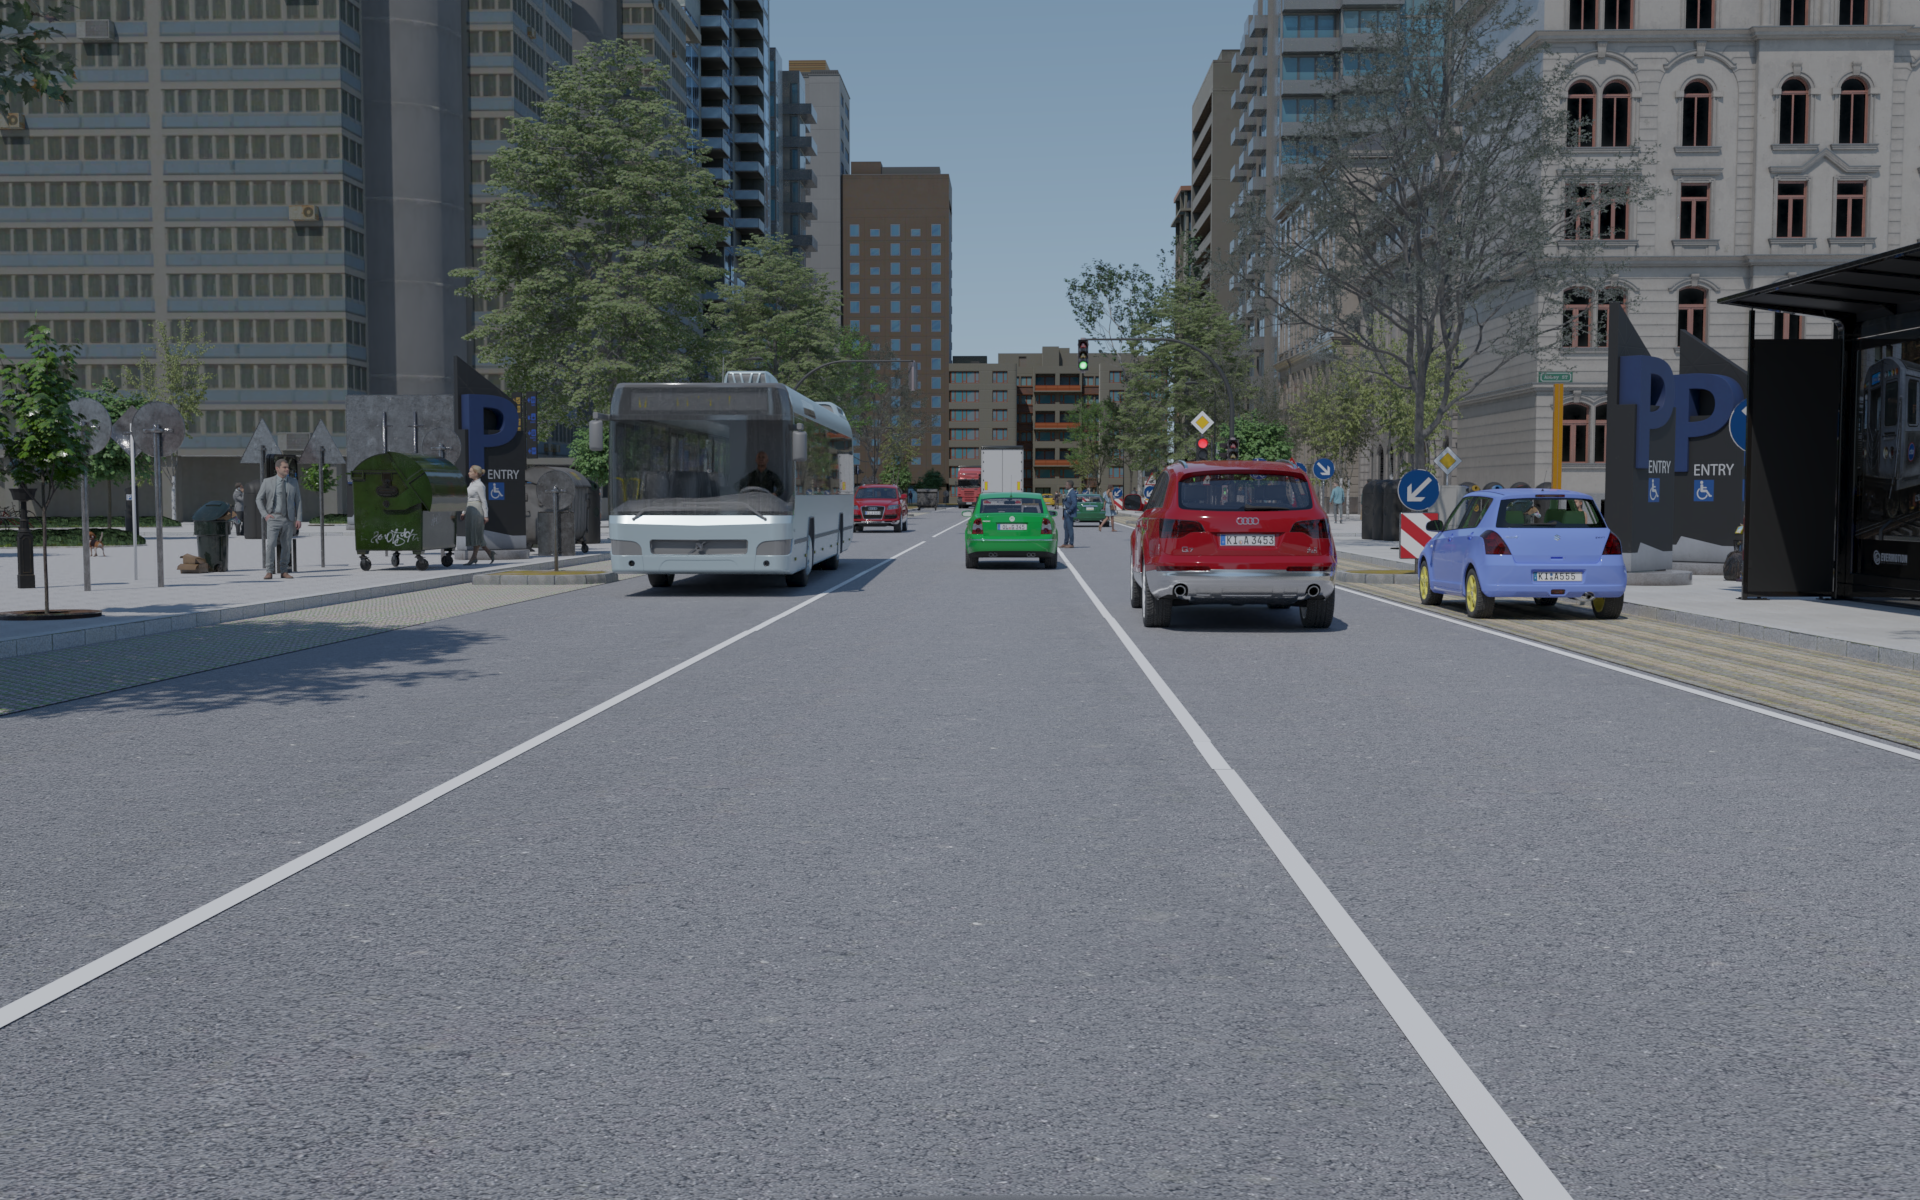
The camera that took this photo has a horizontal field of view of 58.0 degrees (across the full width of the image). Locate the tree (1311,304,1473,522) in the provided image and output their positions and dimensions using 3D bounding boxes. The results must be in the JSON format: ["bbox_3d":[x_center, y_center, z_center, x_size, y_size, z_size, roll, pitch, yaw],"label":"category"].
[{"bbox_3d":[16.851,-7.104,66.515,4.737,8.622,4.395,0,3,0],"label":"tree"}]

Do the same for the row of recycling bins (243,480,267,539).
[{"bbox_3d":[-20.325,-2.669,50.750,1.069,1.692,3.534,-1,4,-13],"label":"row of recycling bins"}]

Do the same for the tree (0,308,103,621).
[{"bbox_3d":[-9.505,-1.437,18.090,1.663,3.219,1.824,0,3,0],"label":"tree"}]

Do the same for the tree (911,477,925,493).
[{"bbox_3d":[-4.578,-12.330,196.191,1.663,3.219,1.824,0,3,0],"label":"tree"}]

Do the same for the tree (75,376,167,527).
[{"bbox_3d":[-23.739,-3.946,48.239,4.285,4.588,4.351,0,3,0],"label":"tree"}]

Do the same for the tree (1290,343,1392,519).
[{"bbox_3d":[18.954,-8.238,85.050,4.360,8.622,3.978,0,3,0],"label":"tree"}]

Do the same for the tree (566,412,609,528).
[{"bbox_3d":[-13.433,-5.078,66.741,4.285,4.588,4.351,0,3,0],"label":"tree"}]

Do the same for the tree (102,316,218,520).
[{"bbox_3d":[-32.617,-7.391,71.209,4.737,8.622,4.395,0,3,0],"label":"tree"}]

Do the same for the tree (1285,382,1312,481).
[{"bbox_3d":[17.482,-7.934,80.075,4.737,8.622,4.395,0,3,0],"label":"tree"}]

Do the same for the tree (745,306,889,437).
[{"bbox_3d":[-7.928,-10.400,95.796,9.928,11.665,9.643,0,3,0],"label":"tree"}]

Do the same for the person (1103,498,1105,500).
[{"bbox_3d":[14.054,-9.668,167.347,0.421,1.427,0.697,2,4,28],"label":"person"}]

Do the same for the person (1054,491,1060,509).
[{"bbox_3d":[9.098,-9.355,162.258,0.445,1.727,0.742,2,4,29],"label":"person"}]

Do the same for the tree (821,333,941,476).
[{"bbox_3d":[-6.555,-13.528,131.549,12.009,13.543,11.850,0,3,0],"label":"tree"}]

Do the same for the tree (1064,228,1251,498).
[{"bbox_3d":[14.059,-16.362,123.410,12.611,20.169,13.585,0,3,0],"label":"tree"}]

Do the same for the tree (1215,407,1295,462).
[{"bbox_3d":[11.148,-5.022,65.825,4.285,4.588,4.351,0,3,0],"label":"tree"}]

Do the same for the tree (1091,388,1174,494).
[{"bbox_3d":[14.254,-12.677,141.680,7.601,10.594,8.767,-2,4,-27],"label":"tree"}]

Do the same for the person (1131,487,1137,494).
[{"bbox_3d":[13.521,-7.802,133.708,0.694,1.812,0.767,2,4,28],"label":"person"}]

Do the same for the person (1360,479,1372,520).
[{"bbox_3d":[14.491,-3.392,61.486,0.794,1.824,0.713,1,4,20],"label":"person"}]

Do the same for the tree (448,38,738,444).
[{"bbox_3d":[-9.093,-7.695,43.933,7.486,12.596,7.792,0,3,0],"label":"tree"}]

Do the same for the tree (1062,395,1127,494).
[{"bbox_3d":[14.456,-15.577,180.438,9.928,11.665,9.643,0,3,0],"label":"tree"}]

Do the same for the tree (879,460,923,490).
[{"bbox_3d":[-5.927,-10.857,161.222,4.285,4.588,4.351,0,3,0],"label":"tree"}]

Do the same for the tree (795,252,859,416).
[{"bbox_3d":[-7.933,-9.638,75.707,7.486,12.596,7.792,0,3,0],"label":"tree"}]

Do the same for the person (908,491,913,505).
[{"bbox_3d":[-6.039,-12.521,211.679,0.541,1.710,0.530,0,4,-1],"label":"person"}]

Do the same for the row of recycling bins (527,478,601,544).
[{"bbox_3d":[-10.691,-2.238,43.704,1.069,1.692,3.534,3,5,43],"label":"row of recycling bins"}]

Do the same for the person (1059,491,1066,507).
[{"bbox_3d":[11.465,-11.187,192.195,1.217,1.735,0.721,3,5,39],"label":"person"}]

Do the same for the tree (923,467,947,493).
[{"bbox_3d":[-3.190,-13.587,205.863,4.285,4.588,4.351,0,3,0],"label":"tree"}]

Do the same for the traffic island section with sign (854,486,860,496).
[{"bbox_3d":[-4.822,-4.586,83.606,1.989,1.847,2.006,0,4,2],"label":"traffic island section with sign"}]

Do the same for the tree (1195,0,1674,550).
[{"bbox_3d":[10.676,-7.899,39.522,12.009,13.543,11.850,0,3,0],"label":"tree"}]

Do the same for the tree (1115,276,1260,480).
[{"bbox_3d":[12.087,-10.559,90.765,7.486,12.596,7.792,0,3,0],"label":"tree"}]

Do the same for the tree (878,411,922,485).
[{"bbox_3d":[-5.278,-11.918,145.226,4.737,8.622,4.395,0,3,0],"label":"tree"}]

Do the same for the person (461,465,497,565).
[{"bbox_3d":[-8.684,-1.529,31.274,0.641,1.798,0.478,-2,4,-30],"label":"person"}]

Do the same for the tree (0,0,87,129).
[{"bbox_3d":[-10.589,-5.639,9.209,9.611,12.733,9.660,0,3,0],"label":"tree"}]

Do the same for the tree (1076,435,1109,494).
[{"bbox_3d":[15.924,-15.898,210.286,4.360,8.622,3.978,0,3,0],"label":"tree"}]

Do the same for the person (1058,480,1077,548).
[{"bbox_3d":[2.898,-2.278,45.922,0.419,1.800,0.721,-1,4,-16],"label":"person"}]

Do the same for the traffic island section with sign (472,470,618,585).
[{"bbox_3d":[-6.634,-1.188,28.045,1.989,1.847,2.006,0,4,2],"label":"traffic island section with sign"}]

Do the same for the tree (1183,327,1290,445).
[{"bbox_3d":[12.099,-7.741,76.929,4.360,8.622,3.978,0,3,0],"label":"tree"}]

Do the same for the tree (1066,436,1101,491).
[{"bbox_3d":[14.687,-15.344,201.239,4.737,8.622,4.395,0,3,0],"label":"tree"}]

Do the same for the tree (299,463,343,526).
[{"bbox_3d":[-25.562,-4.584,69.543,1.663,3.219,1.824,0,3,0],"label":"tree"}]

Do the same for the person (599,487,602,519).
[{"bbox_3d":[-14.979,-3.956,71.077,0.532,1.782,0.716,-1,4,-20],"label":"person"}]

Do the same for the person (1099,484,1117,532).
[{"bbox_3d":[5.661,-3.491,65.670,0.778,1.811,0.616,-2,4,-24],"label":"person"}]

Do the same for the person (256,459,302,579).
[{"bbox_3d":[-10.299,-1.229,26.236,0.635,1.810,0.391,-3,5,-43],"label":"person"}]

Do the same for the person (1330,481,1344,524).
[{"bbox_3d":[16.388,-4.240,75.234,0.638,1.841,0.748,1,4,8],"label":"person"}]

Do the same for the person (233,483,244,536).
[{"bbox_3d":[-23.376,-2.914,56.320,0.473,1.802,0.592,0,4,1],"label":"person"}]
